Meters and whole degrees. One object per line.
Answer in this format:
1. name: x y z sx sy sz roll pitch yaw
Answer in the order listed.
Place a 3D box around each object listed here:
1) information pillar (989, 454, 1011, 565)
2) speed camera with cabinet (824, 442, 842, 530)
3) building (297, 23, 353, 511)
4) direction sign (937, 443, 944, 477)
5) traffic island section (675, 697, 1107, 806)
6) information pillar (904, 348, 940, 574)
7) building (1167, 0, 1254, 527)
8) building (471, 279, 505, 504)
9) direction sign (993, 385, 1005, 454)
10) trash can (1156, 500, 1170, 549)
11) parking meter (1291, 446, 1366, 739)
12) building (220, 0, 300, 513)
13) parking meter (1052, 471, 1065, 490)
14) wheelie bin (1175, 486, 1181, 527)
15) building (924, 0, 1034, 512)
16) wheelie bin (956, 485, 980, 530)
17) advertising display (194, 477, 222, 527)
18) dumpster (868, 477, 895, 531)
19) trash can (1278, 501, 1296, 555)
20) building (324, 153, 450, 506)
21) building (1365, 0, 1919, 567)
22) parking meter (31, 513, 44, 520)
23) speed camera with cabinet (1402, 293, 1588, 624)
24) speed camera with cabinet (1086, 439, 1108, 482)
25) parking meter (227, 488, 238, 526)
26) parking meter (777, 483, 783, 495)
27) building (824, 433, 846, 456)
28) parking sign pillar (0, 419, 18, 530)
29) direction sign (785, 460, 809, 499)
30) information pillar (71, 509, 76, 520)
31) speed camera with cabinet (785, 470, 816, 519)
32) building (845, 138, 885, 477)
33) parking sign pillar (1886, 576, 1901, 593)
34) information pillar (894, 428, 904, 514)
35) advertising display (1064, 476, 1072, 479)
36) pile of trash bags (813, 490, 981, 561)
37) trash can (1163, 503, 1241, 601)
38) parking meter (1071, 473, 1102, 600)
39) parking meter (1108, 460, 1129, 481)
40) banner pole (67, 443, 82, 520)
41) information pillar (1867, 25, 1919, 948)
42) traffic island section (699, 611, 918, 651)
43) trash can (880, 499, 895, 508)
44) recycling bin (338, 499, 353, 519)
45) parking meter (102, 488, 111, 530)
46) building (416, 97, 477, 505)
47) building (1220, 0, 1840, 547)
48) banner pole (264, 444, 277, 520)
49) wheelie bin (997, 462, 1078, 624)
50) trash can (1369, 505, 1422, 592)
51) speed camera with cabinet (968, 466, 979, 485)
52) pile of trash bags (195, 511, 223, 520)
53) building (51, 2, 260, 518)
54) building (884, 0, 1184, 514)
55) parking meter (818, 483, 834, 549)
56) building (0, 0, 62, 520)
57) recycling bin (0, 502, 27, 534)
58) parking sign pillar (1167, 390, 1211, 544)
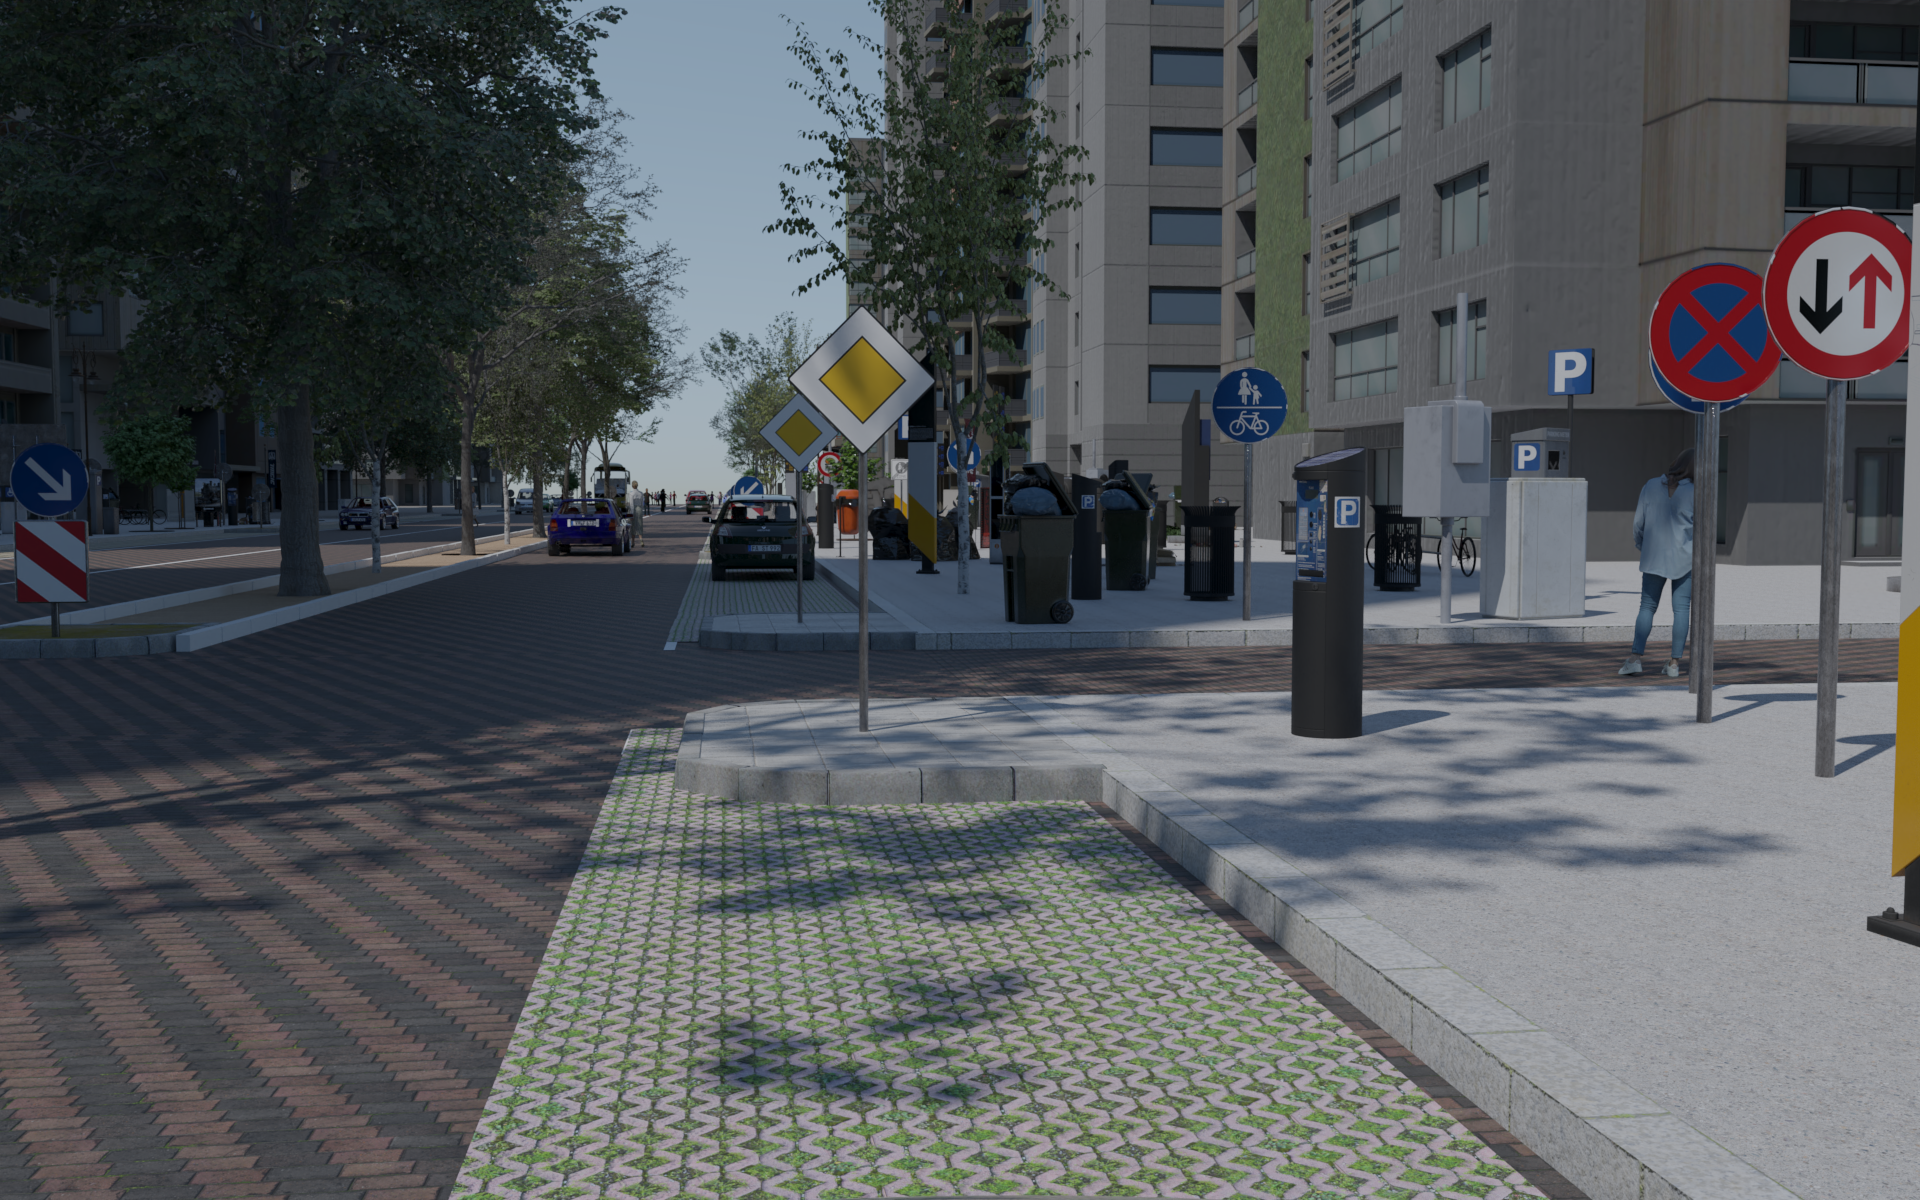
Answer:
1. information pillar: 0.725 -1.657 31.581 0.304 2.012 0.304 1 4 22
2. speed camera with cabinet: -4.248 -4.190 62.848 0.660 3.252 2.038 -2 4 -29
3. building: -60.116 -42.703 136.441 20.563 71.187 20.611 0 4 -8
4. direction sign: -1.058 -5.206 77.113 0.876 3.537 0.379 -3 5 -40
5. traffic island section: -0.500 0.790 9.372 2.009 0.180 2.903 0 4 -8
6. information pillar: -0.590 -2.228 27.776 0.504 3.616 0.183 2 4 25
7. building: 13.996 -32.902 79.950 21.231 58.520 28.212 0 4 -8
8. building: -68.714 -33.473 230.871 14.154 41.232 14.086 0 4 -8
9. direction sign: 0.811 -2.714 36.376 0.379 3.537 0.876 1 4 16
10. trash can: 4.412 -1.704 39.514 0.748 1.137 0.748 0 3 0
11. parking meter: 1.957 -0.049 9.206 0.372 1.533 0.369 0 3 0
12. building: -54.763 -28.765 120.423 14.600 45.320 14.200 0 4 -8
13. parking meter: 2.386 -2.278 42.954 0.399 1.863 0.255 -1 4 -16
14. wheelie bin: 8.216 -3.447 64.272 0.980 1.594 0.693 0 4 0
15. building: 9.237 -28.219 116.012 22.147 44.769 28.867 0 4 -8
16. wheelie bin: 0.288 -3.339 62.503 0.693 1.594 0.980 -3 4 -38
17. advertising display: -29.166 -3.790 67.184 0.974 1.923 0.123 -1 4 -17
18. dumpster: -2.714 -3.232 58.601 1.264 1.857 1.865 0 4 -8
19. trash can: 7.103 -1.528 36.643 0.748 1.137 0.748 0 3 0
20. building: -63.621 -30.769 186.660 14.154 41.232 14.086 0 4 -8
21. building: 16.217 -21.509 35.261 14.086 41.232 14.154 0 4 -8
22. parking meter: -28.783 -2.959 54.091 0.399 1.863 0.255 1 4 9
23. speed camera with cabinet: 5.466 -1.425 17.635 2.038 3.252 0.660 -2 4 -28
24. speed camera with cabinet: 4.459 -4.110 61.542 0.660 3.252 2.038 3 5 44
25. parking meter: -29.582 -3.794 70.437 0.372 1.533 0.369 0 3 0
26. parking meter: -9.240 -5.087 88.881 0.255 1.863 0.399 -1 4 -9
27. building: -4.405 -24.115 239.314 27.650 21.520 28.899 0 4 -8
28. parking sign pillar: -33.976 -4.476 61.655 1.447 3.967 1.447 -3 5 -42
29. direction sign: -6.078 -4.433 64.471 0.876 3.537 0.379 0 4 -1
30. information pillar: -40.808 -4.611 79.877 0.304 2.012 0.304 -3 5 -42
31. speed camera with cabinet: -8.010 -5.701 87.554 0.660 3.252 2.038 -2 4 -33
32. building: -6.416 -31.735 202.465 14.154 41.232 14.086 0 4 -8
33. parking sign pillar: 12.937 -2.084 22.541 1.447 3.967 1.447 1 4 9
34. information pillar: -1.739 -3.749 52.645 0.504 3.616 0.183 0 4 5
35. advertising display: 3.717 -3.534 62.999 0.974 1.923 0.123 0 4 0
36. pile of trash bags: -1.212 -1.510 34.442 3.447 1.369 1.912 3 5 40
37. trash can: 3.007 -0.564 20.881 0.748 1.137 0.748 0 3 0
38. parking meter: 1.541 -0.774 21.073 0.372 1.533 0.369 0 3 0
39. parking meter: 2.724 -1.475 29.836 0.255 1.863 0.399 -1 4 -14
40. banner pole: -43.370 -5.795 84.760 0.863 3.779 0.401 -1 4 -20
41. information pillar: 2.816 -0.820 4.758 0.183 3.616 0.504 -1 4 -15
42. traffic island section: -1.576 0.306 17.285 2.009 0.180 2.903 0 4 -8
43. trash can: -2.191 -2.666 55.235 0.748 1.137 0.748 0 3 0
44. recycling bin: -31.198 -4.631 88.273 0.722 1.027 0.722 3 5 43
45. parking meter: -30.892 -3.318 62.666 0.372 1.533 0.369 0 3 0
46. building: -71.759 -35.972 207.753 23.786 49.044 30.456 0 4 -8
47. building: 15.159 -22.488 51.274 14.154 41.232 14.086 0 4 -8
48. banner pole: -34.268 -5.870 85.989 0.863 3.779 0.401 1 4 15
49. wheelie bin: 0.759 -0.572 17.256 0.693 1.594 0.980 -1 4 -18
50. trash can: 5.801 -0.691 22.951 0.748 1.137 0.748 0 3 0
51. speed camera with cabinet: 0.468 -4.656 70.466 0.660 3.252 2.038 0 4 2
52. pile of trash bags: -38.611 -4.722 86.955 3.447 1.369 1.912 2 4 30
53. building: -58.039 -31.163 98.754 28.713 52.752 27.495 0 4 -8
54. building: 4.253 -36.800 143.683 21.231 58.520 28.212 0 4 -8
55. parking meter: -3.150 -1.977 40.739 0.372 1.533 0.369 0 3 0
56. building: -51.903 -27.259 69.380 21.300 48.544 21.600 0 4 -8
57. recycling bin: -30.436 -2.640 55.720 0.722 1.027 0.722 -2 4 -30
58. parking sign pillar: 6.171 -3.483 45.418 1.447 3.967 1.447 0 4 -7
